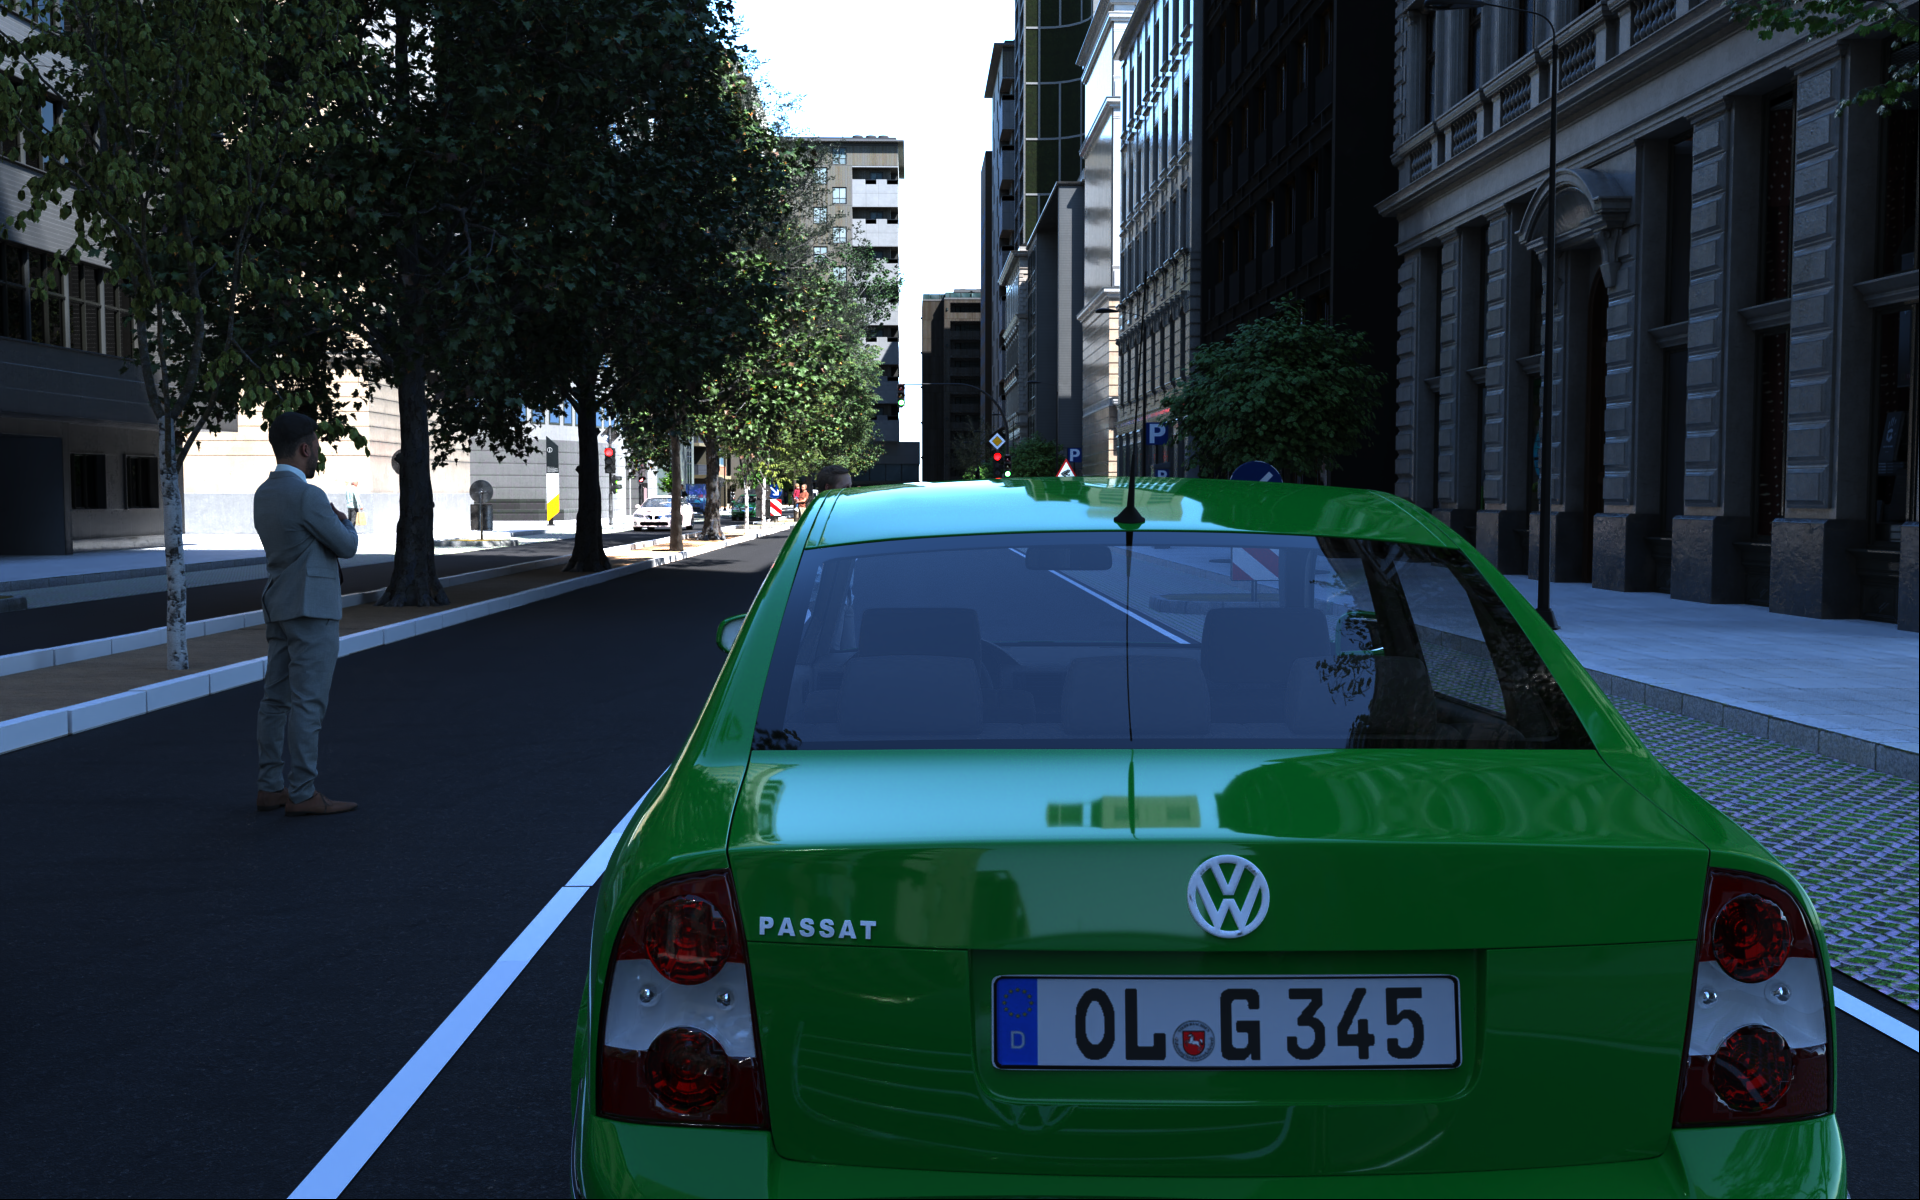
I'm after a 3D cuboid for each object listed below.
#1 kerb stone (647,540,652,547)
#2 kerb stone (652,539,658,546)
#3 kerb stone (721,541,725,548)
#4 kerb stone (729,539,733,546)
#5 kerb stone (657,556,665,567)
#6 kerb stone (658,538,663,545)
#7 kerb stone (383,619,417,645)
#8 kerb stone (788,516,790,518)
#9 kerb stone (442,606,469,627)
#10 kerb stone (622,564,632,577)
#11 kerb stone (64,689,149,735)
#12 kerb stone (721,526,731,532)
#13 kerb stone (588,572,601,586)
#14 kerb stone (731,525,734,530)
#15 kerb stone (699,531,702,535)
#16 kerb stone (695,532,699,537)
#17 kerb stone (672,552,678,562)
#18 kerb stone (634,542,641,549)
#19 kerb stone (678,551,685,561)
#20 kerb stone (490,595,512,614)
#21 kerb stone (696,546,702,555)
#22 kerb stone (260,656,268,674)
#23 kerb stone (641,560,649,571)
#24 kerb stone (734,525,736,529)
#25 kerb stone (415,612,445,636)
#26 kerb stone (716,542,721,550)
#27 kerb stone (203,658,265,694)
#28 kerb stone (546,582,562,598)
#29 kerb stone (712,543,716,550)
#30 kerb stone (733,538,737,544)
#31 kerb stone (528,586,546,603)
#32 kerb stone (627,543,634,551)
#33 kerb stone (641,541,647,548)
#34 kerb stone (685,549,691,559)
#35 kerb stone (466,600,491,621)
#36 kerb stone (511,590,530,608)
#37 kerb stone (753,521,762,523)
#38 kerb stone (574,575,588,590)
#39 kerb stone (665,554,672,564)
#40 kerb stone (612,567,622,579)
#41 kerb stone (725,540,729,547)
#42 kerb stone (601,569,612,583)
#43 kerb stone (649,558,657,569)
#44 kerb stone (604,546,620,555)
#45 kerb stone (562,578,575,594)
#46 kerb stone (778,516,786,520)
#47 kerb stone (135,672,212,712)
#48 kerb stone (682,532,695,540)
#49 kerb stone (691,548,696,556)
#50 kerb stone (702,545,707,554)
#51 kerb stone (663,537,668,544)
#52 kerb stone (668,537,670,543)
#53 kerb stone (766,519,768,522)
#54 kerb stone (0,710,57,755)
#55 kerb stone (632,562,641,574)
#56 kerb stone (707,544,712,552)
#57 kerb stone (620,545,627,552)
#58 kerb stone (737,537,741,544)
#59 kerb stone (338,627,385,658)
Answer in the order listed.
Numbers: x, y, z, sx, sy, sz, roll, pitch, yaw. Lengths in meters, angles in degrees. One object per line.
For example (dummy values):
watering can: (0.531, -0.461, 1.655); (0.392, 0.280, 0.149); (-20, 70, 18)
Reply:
kerb stone: (-8.502, -1.497, 46.667); (0.120, 0.150, 1.000); (0, 4, -2)
kerb stone: (-8.529, -1.557, 47.689); (0.120, 0.150, 1.000); (0, 4, -2)
kerb stone: (-6.363, -1.433, 45.618); (0.120, 0.150, 1.000); (0, 4, -2)
kerb stone: (-6.422, -1.558, 47.691); (0.120, 0.150, 1.000); (0, 4, -2)
kerb stone: (-6.040, -0.744, 34.355); (0.120, 0.150, 1.000); (0, 4, -2)
kerb stone: (-8.562, -1.622, 48.710); (0.120, 0.150, 1.000); (0, 4, -2)
kerb stone: (-5.539, 0.322, 16.952); (0.120, 0.150, 1.000); (0, 4, -2)
kerb stone: (-10.017, -4.722, 99.433); (0.120, 0.150, 1.000); (0, 4, -2)
kerb stone: (-5.599, 0.196, 18.996); (0.120, 0.150, 1.000); (0, 4, -2)
kerb stone: (-5.921, -0.493, 30.262); (0.120, 0.150, 1.000); (0, 4, -2)
kerb stone: (-5.362, 0.702, 10.812); (0.120, 0.150, 1.000); (0, 4, -2)
kerb stone: (-9.083, -2.748, 67.138); (0.120, 0.150, 1.000); (0, 4, -2)
kerb stone: (-5.834, -0.306, 27.192); (0.120, 0.150, 1.000); (0, 4, -2)
kerb stone: (-9.109, -2.811, 68.159); (0.120, 0.150, 1.000); (0, 4, -2)
kerb stone: (-8.821, -2.186, 57.928); (0.120, 0.150, 1.000); (0, 4, -2)
kerb stone: (-8.793, -2.123, 56.905); (0.120, 0.150, 1.000); (0, 4, -2)
kerb stone: (-6.102, -0.866, 36.405); (0.120, 0.150, 1.000); (0, 4, -2)
kerb stone: (-8.433, -1.371, 44.621); (0.120, 0.150, 1.000); (0, 4, -2)
kerb stone: (-6.133, -0.926, 37.428); (0.120, 0.150, 1.000); (0, 4, -2)
kerb stone: (-5.658, 0.070, 21.048); (0.120, 0.150, 1.000); (0, 4, -2)
kerb stone: (-6.217, -1.117, 40.500); (0.120, 0.150, 1.000); (0, 4, -2)
kerb stone: (-5.447, 0.511, 13.883); (0.120, 0.150, 1.000); (0, 4, -2)
kerb stone: (-5.986, -0.619, 32.310); (0.120, 0.150, 1.000); (0, 4, -2)
kerb stone: (-9.148, -2.874, 69.184); (0.120, 0.150, 1.000); (0, 4, -2)
kerb stone: (-5.567, 0.259, 17.973); (0.120, 0.150, 1.000); (0, 4, -2)
kerb stone: (-6.343, -1.366, 44.589); (0.120, 0.150, 1.000); (0, 4, -2)
kerb stone: (-5.425, 0.572, 12.861); (0.120, 0.150, 1.000); (0, 4, -2)
kerb stone: (-5.744, -0.117, 24.113); (0.120, 0.150, 1.000); (0, 4, -2)
kerb stone: (-6.309, -1.306, 43.567); (0.120, 0.150, 1.000); (0, 4, -2)
kerb stone: (-6.460, -1.620, 48.712); (0.120, 0.150, 1.000); (0, 4, -2)
kerb stone: (-5.719, -0.055, 23.091); (0.120, 0.150, 1.000); (0, 4, -2)
kerb stone: (-8.402, -1.305, 43.592); (0.120, 0.150, 1.000); (0, 4, -2)
kerb stone: (-8.465, -1.434, 45.646); (0.120, 0.150, 1.000); (0, 4, -2)
kerb stone: (-6.157, -0.994, 38.449); (0.120, 0.150, 1.000); (0, 4, -2)
kerb stone: (-5.629, 0.133, 20.017); (0.120, 0.150, 1.000); (0, 4, -2)
kerb stone: (-5.684, 0.011, 22.070); (0.120, 0.150, 1.000); (0, 4, -2)
kerb stone: (-9.481, -3.595, 80.981); (0.120, 0.150, 1.000); (0, 4, -2)
kerb stone: (-5.814, -0.243, 26.166); (0.120, 0.150, 1.000); (0, 4, -2)
kerb stone: (-6.072, -0.807, 35.382); (0.120, 0.150, 1.000); (0, 4, -2)
kerb stone: (-5.898, -0.431, 29.241); (0.120, 0.150, 1.000); (0, 4, -2)
kerb stone: (-6.397, -1.496, 46.655); (0.120, 0.150, 1.000); (0, 4, -2)
kerb stone: (-5.860, -0.368, 28.220); (0.120, 0.150, 1.000); (0, 4, -2)
kerb stone: (-6.013, -0.679, 33.332); (0.120, 0.150, 1.000); (0, 4, -2)
kerb stone: (-8.350, -1.177, 41.547); (0.120, 0.150, 1.000); (0, 4, -2)
kerb stone: (-5.777, -0.180, 25.135); (0.120, 0.150, 1.000); (0, 4, -2)
kerb stone: (-9.924, -4.536, 96.367); (0.120, 0.150, 1.000); (0, 4, -2)
kerb stone: (-5.396, 0.634, 11.836); (0.120, 0.150, 1.000); (0, 4, -2)
kerb stone: (-8.757, -2.060, 55.883); (0.120, 0.150, 1.000); (0, 4, -2)
kerb stone: (-6.193, -1.057, 39.477); (0.120, 0.150, 1.000); (0, 4, -2)
kerb stone: (-6.245, -1.178, 41.525); (0.120, 0.150, 1.000); (0, 4, -2)
kerb stone: (-8.581, -1.680, 49.732); (0.120, 0.150, 1.000); (0, 4, -2)
kerb stone: (-8.612, -1.746, 50.755); (0.120, 0.150, 1.000); (0, 4, -2)
kerb stone: (-9.566, -3.779, 84.060); (0.120, 0.150, 1.000); (0, 4, -2)
kerb stone: (-5.341, 0.759, 9.778); (0.120, 0.150, 1.000); (0, 4, -2)
kerb stone: (-5.953, -0.556, 31.289); (0.120, 0.150, 1.000); (0, 4, -2)
kerb stone: (-6.272, -1.245, 42.546); (0.120, 0.150, 1.000); (0, 4, -2)
kerb stone: (-8.380, -1.240, 42.568); (0.120, 0.150, 1.000); (0, 4, -2)
kerb stone: (-6.479, -1.684, 49.737); (0.120, 0.150, 1.000); (0, 4, -2)
kerb stone: (-5.521, 0.385, 15.930); (0.120, 0.150, 1.000); (0, 4, -2)
